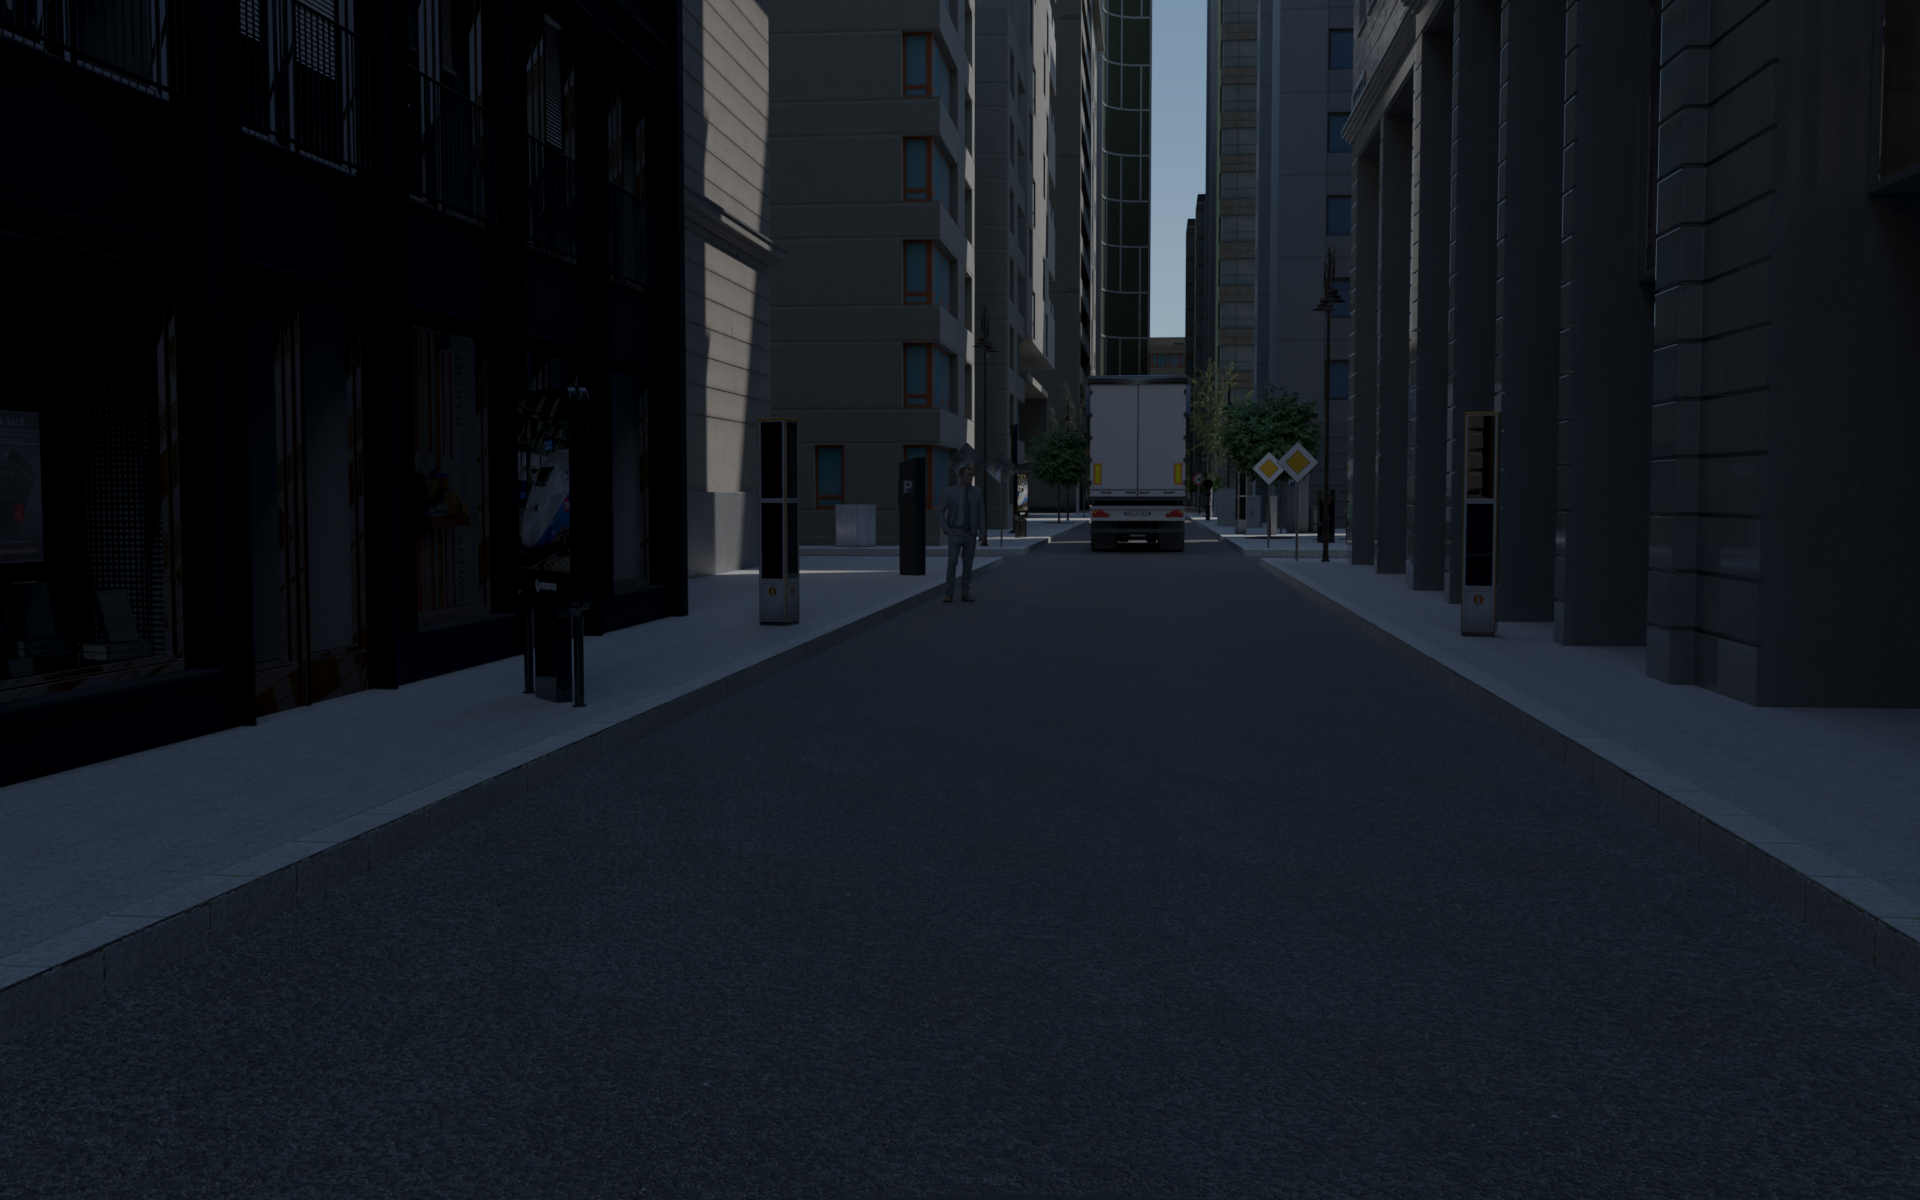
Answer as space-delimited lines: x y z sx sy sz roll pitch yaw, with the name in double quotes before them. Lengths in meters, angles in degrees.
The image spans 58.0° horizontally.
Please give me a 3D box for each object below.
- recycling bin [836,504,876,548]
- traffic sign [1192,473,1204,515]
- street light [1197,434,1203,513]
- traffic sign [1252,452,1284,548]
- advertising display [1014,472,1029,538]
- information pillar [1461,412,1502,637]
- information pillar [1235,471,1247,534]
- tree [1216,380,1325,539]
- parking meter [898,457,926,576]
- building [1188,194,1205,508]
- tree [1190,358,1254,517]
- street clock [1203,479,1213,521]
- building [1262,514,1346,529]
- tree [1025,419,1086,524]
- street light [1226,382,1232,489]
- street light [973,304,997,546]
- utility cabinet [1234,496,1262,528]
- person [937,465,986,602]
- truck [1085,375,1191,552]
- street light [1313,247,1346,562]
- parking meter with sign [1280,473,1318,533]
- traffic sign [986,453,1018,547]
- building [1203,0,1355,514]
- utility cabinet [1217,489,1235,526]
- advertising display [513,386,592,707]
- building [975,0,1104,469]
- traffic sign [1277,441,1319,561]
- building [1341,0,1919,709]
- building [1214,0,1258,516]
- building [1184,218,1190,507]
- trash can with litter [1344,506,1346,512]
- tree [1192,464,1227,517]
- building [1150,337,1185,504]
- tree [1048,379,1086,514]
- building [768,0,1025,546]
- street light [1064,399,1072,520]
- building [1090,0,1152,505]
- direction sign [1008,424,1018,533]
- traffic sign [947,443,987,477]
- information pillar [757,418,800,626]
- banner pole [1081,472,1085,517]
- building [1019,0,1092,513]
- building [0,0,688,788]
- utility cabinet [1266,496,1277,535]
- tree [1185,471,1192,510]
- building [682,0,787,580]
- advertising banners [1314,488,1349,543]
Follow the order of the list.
"recycling bin" -2.525 -1.797 41.931 0.722 1.027 0.722 2 4 34
"traffic sign" 14.276 -6.334 103.671 0.768 2.556 0.104 1 4 15
"street light" 15.901 -8.681 114.726 0.468 5.910 1.993 0 4 6
"traffic sign" 7.309 -2.286 41.020 0.795 2.450 0.064 0 4 6
"advertising display" 1.791 -2.787 50.782 0.123 1.923 0.974 1 4 21
"information pillar" 4.704 -0.681 15.634 0.304 2.012 0.304 1 4 21
"information pillar" 9.039 -3.132 55.698 0.304 2.012 0.304 -1 4 -9
"tree" 9.031 -4.065 50.180 4.285 4.588 4.351 0 3 0
"parking meter" -0.760 -1.325 27.381 0.399 1.863 0.255 2 4 34
"building" 29.756 -24.241 168.047 14.160 30.474 14.107 0 4 6
"tree" 13.985 -8.829 94.718 4.737 8.622 4.395 0 3 0
"street clock" 12.024 -4.857 83.984 0.471 2.002 0.358 0 4 -5
"building" 23.661 -32.626 75.441 21.231 58.520 28.212 0 4 6
"tree" 4.433 -5.643 75.979 4.285 4.588 4.351 0 3 0
"street light" 11.141 -6.058 71.832 0.468 5.910 1.993 0 4 6
"street light" 0.614 -4.256 42.366 0.468 5.910 1.993 0 4 6
"utility cabinet" 11.005 -3.361 66.117 1.020 1.237 0.306 1 4 22
"person" 0.028 -0.885 23.070 0.635 1.810 0.391 -1 4 -22
"truck" 4.783 -3.519 46.445 2.839 4.237 11.283 0 4 6
"street light" 6.923 -3.660 32.627 0.468 5.910 1.993 0 4 6
"parking meter with sign" 11.111 -3.704 56.825 1.738 3.016 0.543 -3 4 -38
"traffic sign" 1.005 -2.329 41.729 0.795 2.450 0.064 0 4 6
"building" 31.260 -36.929 145.780 21.231 58.520 28.212 0 4 6
"utility cabinet" 10.822 -3.708 69.312 0.318 1.500 1.173 -3 4 -36
"advertising display" -2.534 -0.338 10.748 0.123 1.923 0.974 -2 4 -34
"building" 0.560 -36.014 178.061 27.495 52.752 28.713 0 4 6
"traffic sign" 6.438 -1.801 33.082 0.795 2.450 0.064 0 4 6
"building" 10.928 -14.593 16.093 11.434 29.767 29.804 0 4 6
"building" 22.937 -25.919 107.369 14.154 41.232 14.086 0 4 6
"building" 30.713 -25.122 182.445 14.160 30.474 14.107 0 4 6
"trash can with litter" 10.778 -2.179 47.019 0.624 1.170 1.055 1 4 18
"tree" 14.334 -6.365 98.672 1.663 3.219 1.824 0 3 0
"building" 37.849 -22.498 212.882 28.899 21.520 27.650 0 4 6
"tree" 7.286 -9.785 110.350 4.360 8.622 3.978 0 3 0
"building" -12.665 -13.015 57.834 27.650 21.520 28.899 0 4 6
"street light" 5.282 -6.843 84.666 0.468 5.910 1.993 0 4 6
"building" 12.771 -47.187 209.760 20.611 71.187 20.563 0 4 6
"direction sign" 1.767 -3.946 56.517 0.379 3.537 0.876 -1 4 -11
"traffic sign" 0.134 -1.844 33.792 0.795 2.450 0.064 0 4 6
"information pillar" -1.771 -0.762 16.943 0.304 2.012 0.304 1 4 21
"banner pole" 6.818 -6.495 96.213 0.401 3.779 0.863 -1 4 -12
"building" -1.343 -30.835 127.859 21.300 48.544 21.600 0 4 6
"building" -9.845 -11.055 10.422 12.332 23.373 15.834 0 4 6
"utility cabinet" 9.834 -2.662 54.687 0.306 1.237 1.020 0 4 8
"tree" 17.972 -8.153 127.900 1.663 3.219 1.824 0 3 0
"building" -15.116 -14.621 26.445 23.554 28.519 14.401 0 4 6
"advertising banners" 10.296 -2.996 45.170 2.074 3.025 0.090 1 4 19
